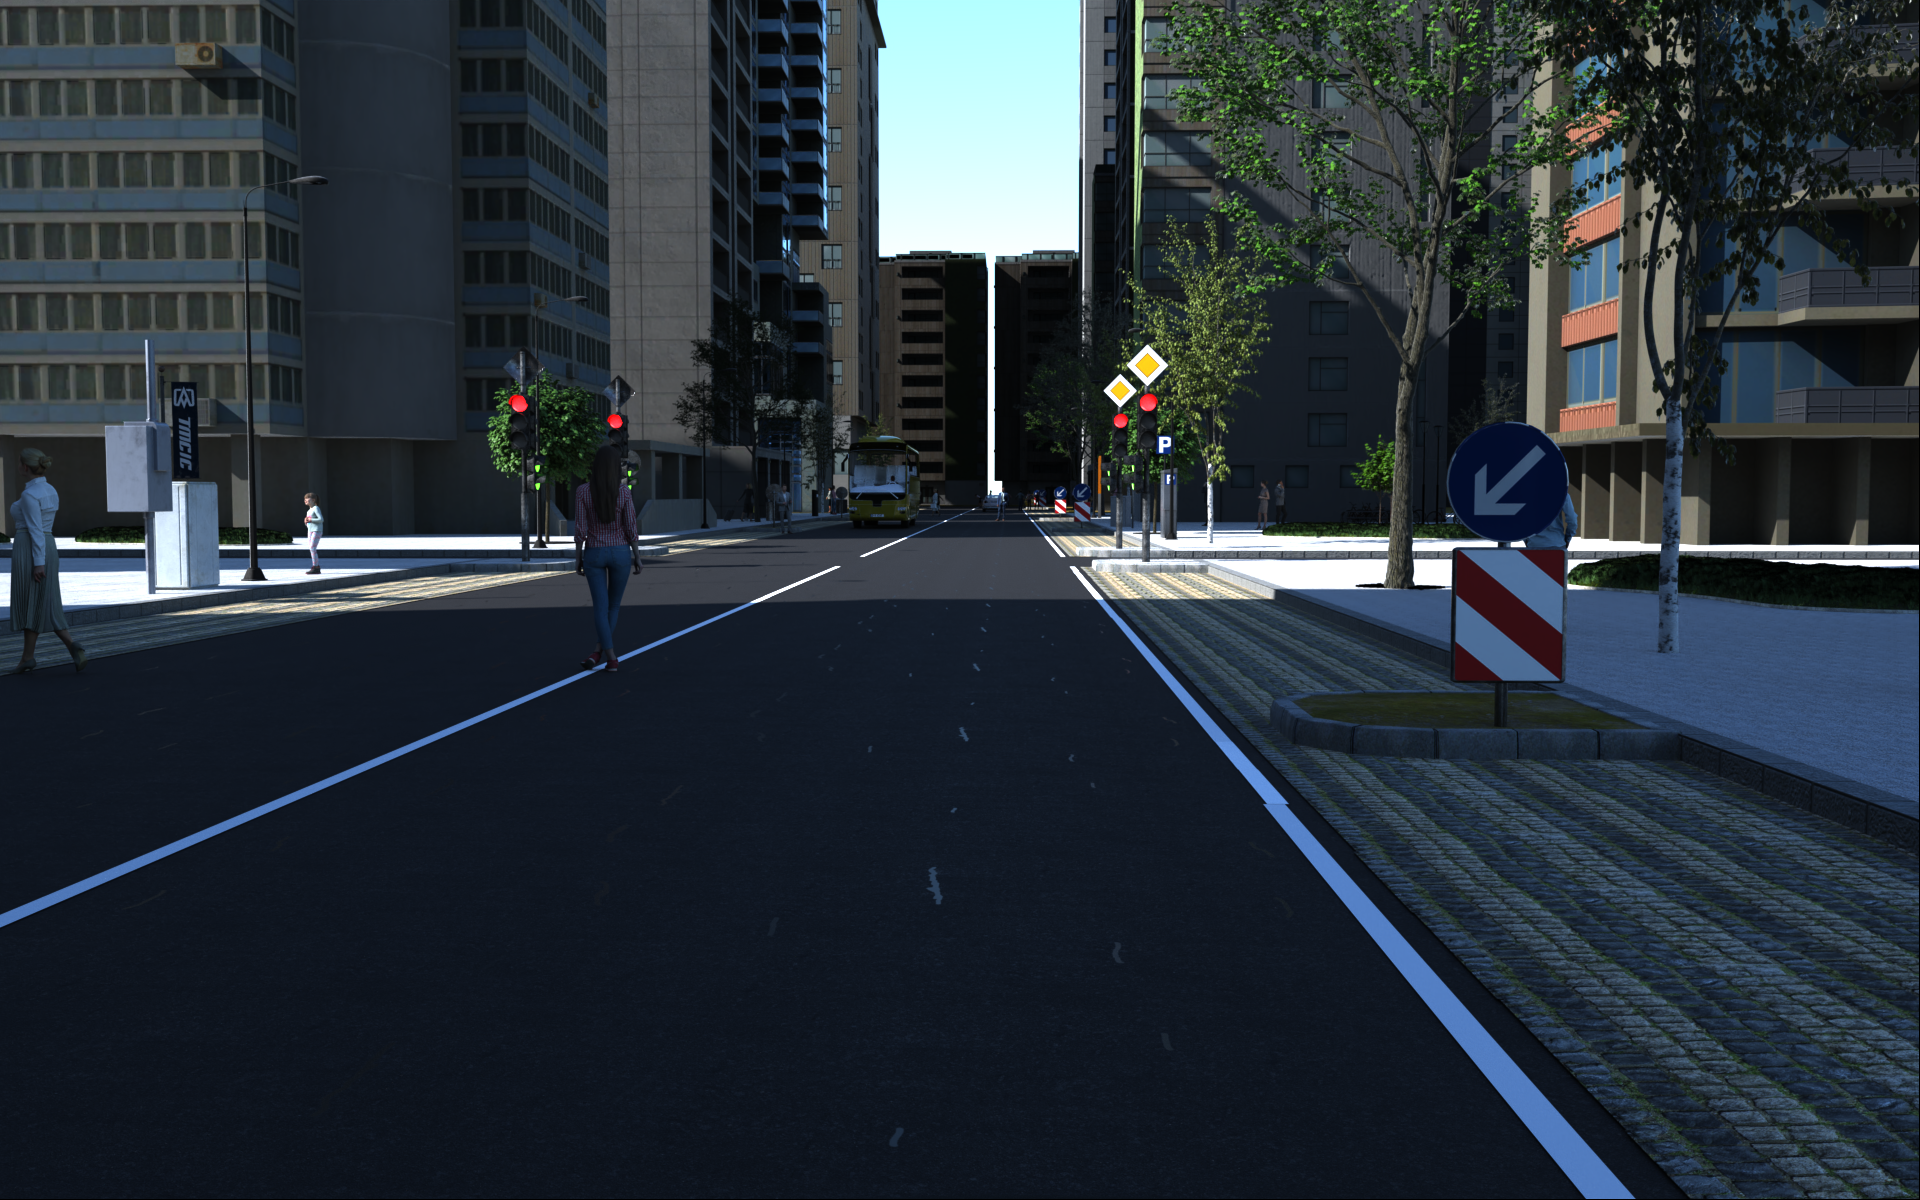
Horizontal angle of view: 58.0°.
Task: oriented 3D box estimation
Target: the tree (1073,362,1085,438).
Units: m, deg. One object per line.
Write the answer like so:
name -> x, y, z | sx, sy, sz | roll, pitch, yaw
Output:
tree -> 7.132, -7.637, 75.228 | 4.737, 8.622, 4.395 | 0, 3, 0

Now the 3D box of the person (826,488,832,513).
person -> -8.984, -6.841, 118.681 | 0.721, 1.735, 1.217 | 1, 4, 9

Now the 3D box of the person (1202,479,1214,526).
person -> 9.924, -3.920, 69.505 | 0.474, 1.900, 0.648 | 1, 4, 11

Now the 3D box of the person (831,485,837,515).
person -> -7.805, -6.202, 107.456 | 0.388, 1.821, 0.555 | -1, 4, -13

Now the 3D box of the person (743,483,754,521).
person -> -9.999, -4.677, 82.696 | 0.728, 1.800, 0.709 | -1, 4, -11

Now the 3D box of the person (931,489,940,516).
person -> -1.569, -6.253, 111.084 | 0.624, 1.780, 0.694 | 2, 4, 26

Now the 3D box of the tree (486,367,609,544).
tree -> -10.731, -3.743, 44.904 | 4.285, 4.588, 4.351 | 0, 3, 0

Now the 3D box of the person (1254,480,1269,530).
person -> 10.769, -3.384, 61.719 | 0.374, 1.781, 0.599 | -1, 4, -16

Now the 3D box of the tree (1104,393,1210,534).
tree -> 6.305, -4.405, 55.738 | 4.285, 4.588, 4.351 | 0, 3, 0

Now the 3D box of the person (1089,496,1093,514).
person -> 8.553, -6.241, 113.580 | 0.738, 1.151, 1.012 | -1, 4, -22

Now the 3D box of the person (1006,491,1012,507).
person -> 5.213, -11.183, 192.046 | 1.217, 1.736, 0.721 | 2, 4, 28

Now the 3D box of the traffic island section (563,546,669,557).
traffic island section -> -8.075, -1.147, 41.030 | 2.009, 0.180, 2.903 | 0, 4, 2

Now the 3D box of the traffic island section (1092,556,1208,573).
traffic island section -> 3.534, -0.638, 32.708 | 2.009, 0.180, 2.903 | 0, 4, 2

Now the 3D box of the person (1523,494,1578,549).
person -> 5.396, -0.495, 15.940 | 0.589, 1.601, 0.330 | 3, 5, 40

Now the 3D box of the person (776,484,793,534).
person -> -6.310, -3.296, 62.583 | 0.606, 1.804, 0.583 | -2, 4, -32

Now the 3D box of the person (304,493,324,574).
person -> -10.364, -1.065, 27.738 | 0.425, 1.301, 0.394 | 2, 4, 26

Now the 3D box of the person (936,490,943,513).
person -> -1.598, -7.348, 129.352 | 0.721, 1.735, 1.217 | 2, 4, 31

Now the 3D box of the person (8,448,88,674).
person -> -7.293, -0.311, 13.803 | 0.641, 1.798, 0.478 | 1, 4, 8

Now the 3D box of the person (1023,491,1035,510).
person -> 6.065, -8.773, 152.639 | 1.217, 1.736, 0.721 | 2, 4, 27

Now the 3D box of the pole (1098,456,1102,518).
pole -> 7.451, -6.021, 92.286 | 0.158, 3.312, 0.155 | 0, 3, 0

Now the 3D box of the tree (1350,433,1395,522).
tree -> 13.501, -3.732, 55.623 | 1.663, 3.219, 1.824 | 0, 3, 0

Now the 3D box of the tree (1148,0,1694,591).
tree -> 6.133, -5.958, 23.171 | 9.928, 11.665, 9.643 | 0, 3, 0

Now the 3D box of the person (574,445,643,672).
person -> -2.837, -0.336, 14.002 | 0.555, 1.821, 0.388 | -2, 4, -24

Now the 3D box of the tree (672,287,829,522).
tree -> -9.597, -8.835, 78.856 | 7.601, 10.594, 8.767 | -1, 4, -14

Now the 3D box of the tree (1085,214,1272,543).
tree -> 6.297, -5.772, 44.736 | 4.737, 8.622, 4.395 | 0, 3, 0

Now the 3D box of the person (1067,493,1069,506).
person -> 11.219, -10.418, 179.642 | 0.557, 1.426, 1.065 | 0, 4, 3

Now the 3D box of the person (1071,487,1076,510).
person -> 9.048, -7.973, 136.273 | 0.709, 1.838, 0.599 | -1, 4, -12

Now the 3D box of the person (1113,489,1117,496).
person -> 6.847, -4.303, 76.405 | 0.388, 1.821, 0.555 | -1, 4, -20

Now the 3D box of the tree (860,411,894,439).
tree -> -7.518, -12.458, 154.048 | 4.737, 8.622, 4.395 | 0, 3, 0

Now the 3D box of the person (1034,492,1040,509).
person -> 6.717, -8.615, 150.822 | 0.415, 1.643, 0.593 | 3, 5, 42

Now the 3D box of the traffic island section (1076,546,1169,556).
traffic island section -> 3.762, -1.126, 40.690 | 2.009, 0.180, 2.903 | 0, 4, 2

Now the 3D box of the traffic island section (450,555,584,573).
traffic island section -> -8.302, -0.659, 33.049 | 2.009, 0.180, 2.903 | 0, 4, 2

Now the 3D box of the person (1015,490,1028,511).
person -> 5.249, -8.597, 149.152 | 1.350, 1.814, 0.705 | 3, 5, 40

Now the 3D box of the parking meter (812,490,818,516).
parking meter -> -8.362, -5.598, 99.932 | 0.372, 1.533, 0.369 | 0, 3, 0

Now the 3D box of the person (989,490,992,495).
person -> 3.092, -10.060, 172.965 | 0.705, 1.826, 1.348 | 0, 4, -4

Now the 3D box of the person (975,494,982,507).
person -> 1.978, -10.757, 187.561 | 0.799, 1.438, 0.628 | -2, 4, -34

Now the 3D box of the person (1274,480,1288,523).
person -> 11.565, -3.432, 62.344 | 0.592, 1.802, 0.473 | -3, 5, -43

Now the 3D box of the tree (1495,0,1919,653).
tree -> 5.972, -3.876, 13.736 | 4.360, 8.622, 3.978 | 0, 3, 0

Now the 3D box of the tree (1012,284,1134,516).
tree -> 8.277, -11.728, 102.123 | 12.009, 13.543, 11.850 | 0, 3, 0

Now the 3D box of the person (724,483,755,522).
person -> -10.248, -4.574, 81.045 | 1.509, 1.804, 0.699 | 1, 4, 23

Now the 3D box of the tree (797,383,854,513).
tree -> -9.113, -10.076, 115.098 | 4.360, 8.622, 3.978 | 0, 3, 0

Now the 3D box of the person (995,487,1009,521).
person -> 2.253, -5.120, 92.398 | 0.721, 1.800, 0.419 | 1, 4, 10

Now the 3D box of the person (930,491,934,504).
person -> -2.598, -10.032, 173.233 | 1.217, 1.735, 0.721 | -3, 5, -45
